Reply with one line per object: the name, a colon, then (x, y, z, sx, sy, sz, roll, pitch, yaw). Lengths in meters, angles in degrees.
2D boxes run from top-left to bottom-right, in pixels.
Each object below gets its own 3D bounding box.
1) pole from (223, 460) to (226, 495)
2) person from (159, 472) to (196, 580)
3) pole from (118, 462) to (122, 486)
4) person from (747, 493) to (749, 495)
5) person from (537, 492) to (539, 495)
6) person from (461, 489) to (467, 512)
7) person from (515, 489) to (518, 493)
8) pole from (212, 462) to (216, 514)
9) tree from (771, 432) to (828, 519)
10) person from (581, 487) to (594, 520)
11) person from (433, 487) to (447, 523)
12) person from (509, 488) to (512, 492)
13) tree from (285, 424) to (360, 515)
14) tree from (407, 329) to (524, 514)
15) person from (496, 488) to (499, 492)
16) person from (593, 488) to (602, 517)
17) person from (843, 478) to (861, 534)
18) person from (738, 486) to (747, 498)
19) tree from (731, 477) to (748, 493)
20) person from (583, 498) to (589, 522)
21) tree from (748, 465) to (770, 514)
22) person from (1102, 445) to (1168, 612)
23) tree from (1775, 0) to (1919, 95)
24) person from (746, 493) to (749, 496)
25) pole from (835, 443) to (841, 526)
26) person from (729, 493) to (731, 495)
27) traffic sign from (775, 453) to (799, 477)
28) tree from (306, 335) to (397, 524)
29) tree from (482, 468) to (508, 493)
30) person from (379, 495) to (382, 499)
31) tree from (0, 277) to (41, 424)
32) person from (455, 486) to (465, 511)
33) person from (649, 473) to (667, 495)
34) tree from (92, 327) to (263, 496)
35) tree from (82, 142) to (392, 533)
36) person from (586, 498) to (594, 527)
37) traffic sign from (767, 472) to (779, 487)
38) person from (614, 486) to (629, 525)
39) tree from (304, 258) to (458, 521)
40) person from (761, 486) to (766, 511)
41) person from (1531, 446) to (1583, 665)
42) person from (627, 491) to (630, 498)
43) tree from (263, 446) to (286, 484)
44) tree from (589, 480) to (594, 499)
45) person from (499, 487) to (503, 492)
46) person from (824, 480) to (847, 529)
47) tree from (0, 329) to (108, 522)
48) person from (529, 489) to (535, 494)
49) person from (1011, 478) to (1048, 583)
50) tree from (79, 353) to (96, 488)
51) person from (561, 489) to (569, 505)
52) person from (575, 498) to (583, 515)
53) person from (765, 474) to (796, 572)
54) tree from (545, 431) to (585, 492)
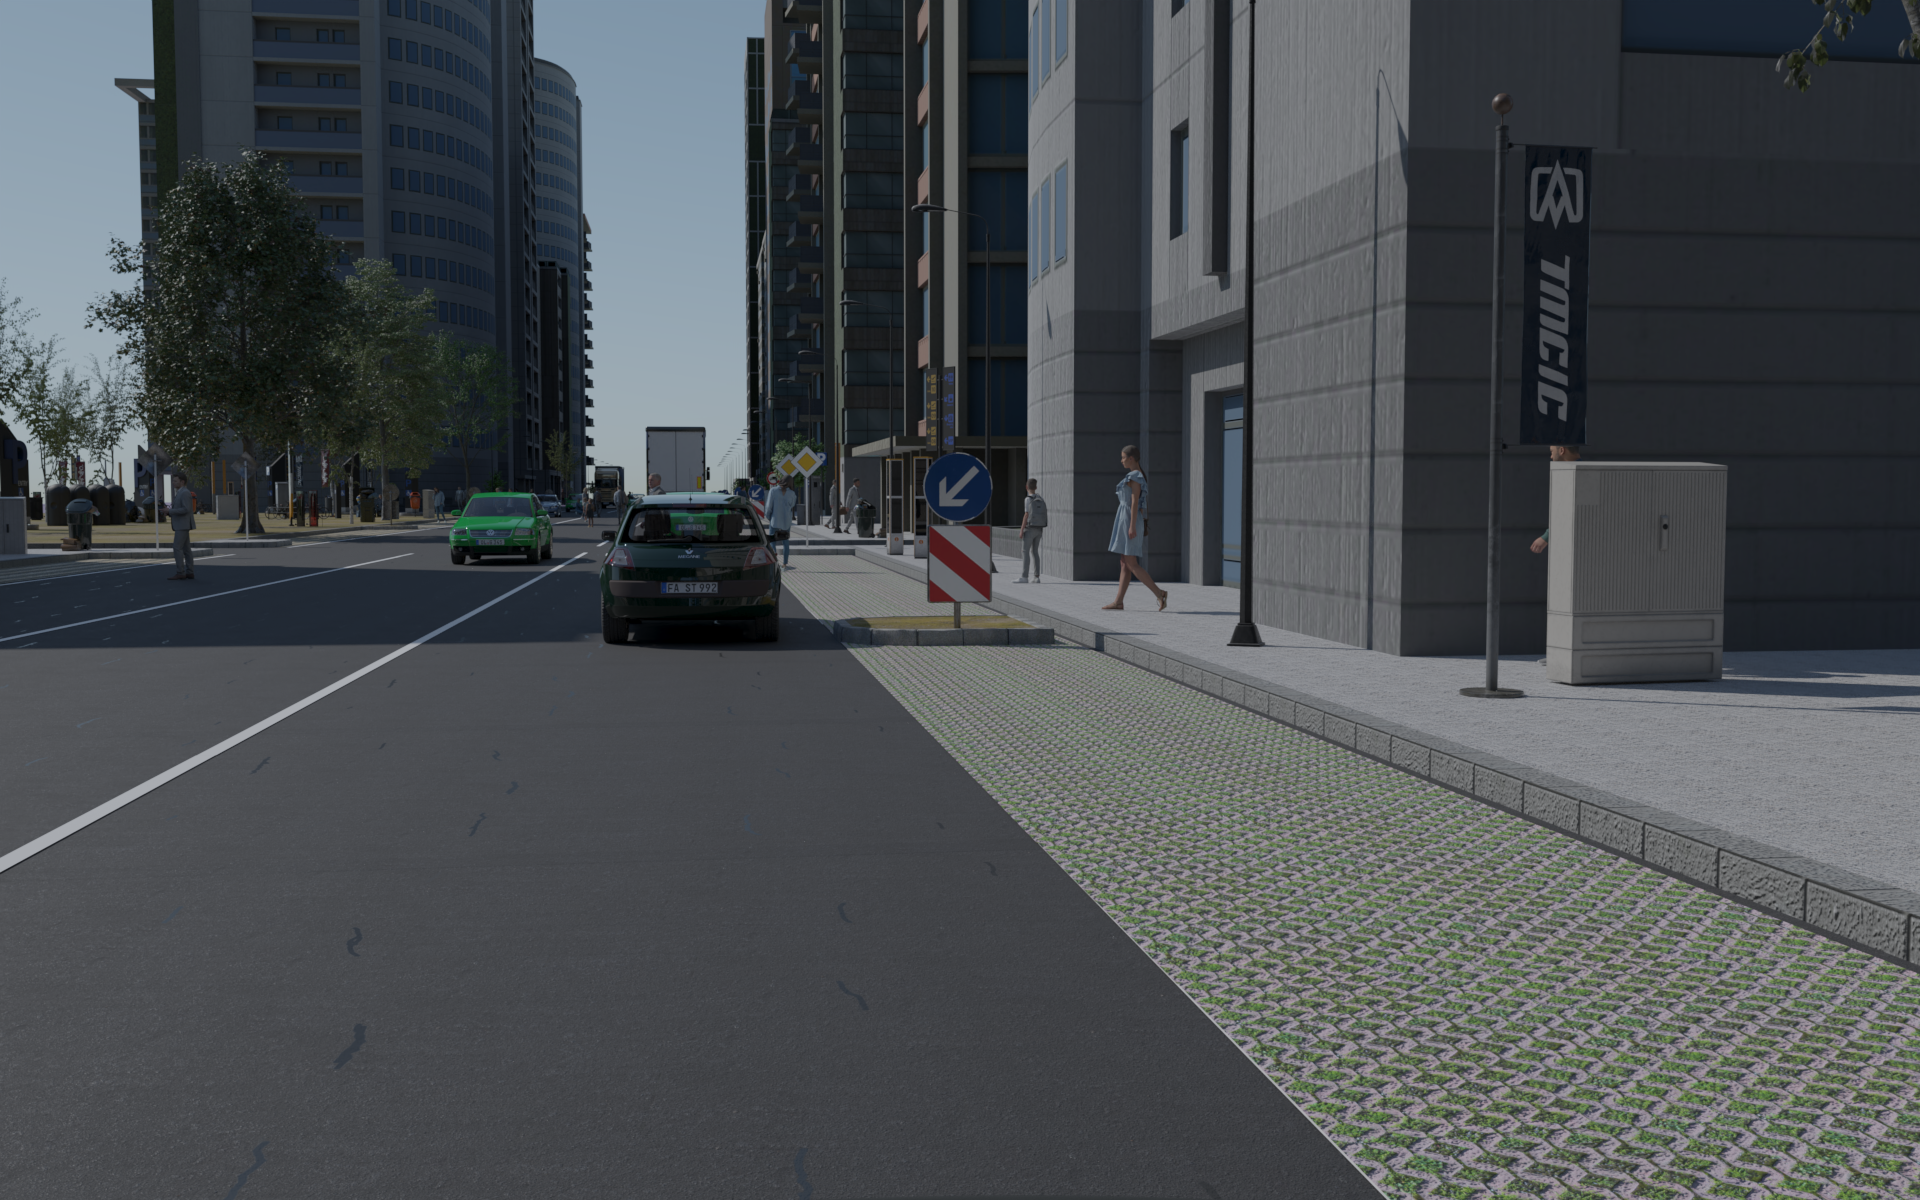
pole: (-44.039, -6.720, 103.719, 0.158, 3.312, 0.155, 0, 3, 0)
person: (-13.163, -1.248, 29.105, 0.583, 1.804, 0.606, -2, 4, -35)
pole: (-53.551, -7.135, 110.498, 0.158, 3.312, 0.155, 0, 3, 0)
person: (-22.860, -10.865, 184.504, 1.217, 1.723, 0.721, -1, 4, -20)
person: (-38.669, -9.146, 158.796, 0.991, 1.433, 0.599, 1, 4, 15)
person: (-33.106, -6.744, 116.414, 0.850, 1.850, 0.679, -2, 4, -34)
person: (-35.885, -8.128, 139.716, 0.721, 1.735, 1.217, -3, 5, -42)
pole: (-46.983, -7.045, 109.021, 0.158, 3.312, 0.155, 0, 3, 0)
tree: (-8.398, -6.568, 91.093, 4.285, 4.588, 4.351, 0, 3, 0)
person: (-20.693, -5.337, 95.947, 0.728, 1.800, 0.709, 2, 4, 26)
person: (-25.772, -4.712, 85.803, 0.793, 1.790, 0.793, -1, 4, -17)
person: (-28.071, -6.108, 108.458, 0.778, 1.811, 0.616, 0, 4, 6)
tree: (-36.371, -9.160, 100.125, 4.360, 8.622, 3.978, 0, 3, 0)
tree: (-31.356, -11.262, 109.885, 9.928, 11.665, 9.643, 0, 3, 0)
person: (-27.973, -5.901, 105.163, 0.728, 1.800, 0.709, -3, 4, -38)
person: (-22.141, -5.953, 105.800, 0.622, 1.834, 0.822, 0, 4, 0)
person: (-3.368, -2.998, 55.331, 0.850, 1.792, 0.678, 1, 4, 21)
person: (-9.977, -4.328, 79.285, 0.581, 1.822, 0.654, 2, 4, 34)
tree: (-24.373, -12.039, 191.432, 1.663, 3.219, 1.824, 0, 3, 0)
person: (-19.214, -4.643, 89.098, 0.332, 1.250, 0.352, 1, 4, 21)
tree: (-12.426, -7.255, 113.216, 1.663, 3.219, 1.824, 0, 3, 0)
person: (1.927, -0.782, 18.930, 0.778, 1.811, 0.616, 2, 4, 27)
tree: (4.286, -3.472, 7.134, 4.360, 8.622, 3.978, 0, 3, 0)
person: (-21.994, -10.394, 175.997, 1.348, 1.822, 0.705, -1, 4, -17)
pole: (-4.859, -4.593, 68.941, 0.158, 3.312, 0.155, 0, 3, 0)
person: (-31.487, -13.838, 235.524, 0.697, 1.427, 0.421, -2, 4, -24)
traffic sign: (-4.857, -2.892, 49.468, 0.795, 2.593, 0.064, -1, 4, -9)
tree: (-26.399, -7.577, 74.246, 4.737, 8.622, 4.395, 0, 3, 0)
tree: (-33.745, -8.032, 125.917, 1.663, 3.219, 1.824, 0, 3, 0)
person: (-34.939, -5.731, 104.408, 0.373, 1.253, 0.362, 0, 4, -4)
tree: (-32.964, -6.591, 58.132, 4.360, 8.622, 3.978, 0, 3, 0)
person: (-34.426, -6.921, 119.330, 0.709, 1.813, 0.853, 0, 4, -5)
person: (-5.006, -1.184, 28.255, 0.834, 1.777, 0.661, -2, 4, -34)
tree: (-31.059, -7.250, 68.895, 4.360, 8.622, 3.978, 0, 3, 0)
tree: (-23.521, -8.565, 57.048, 9.611, 12.733, 9.660, 0, 3, 0)
person: (-15.932, -3.752, 74.507, 0.362, 1.253, 0.373, -3, 4, -36)
traffic sign: (-10.577, -6.002, 98.236, 0.768, 2.556, 0.104, 0, 4, -8)
person: (-15.883, -4.441, 81.210, 0.679, 1.850, 0.850, -1, 4, -14)
tree: (-28.302, -10.153, 84.131, 7.486, 12.596, 7.792, 0, 3, 0)
person: (-12.173, -6.256, 108.671, 0.601, 1.785, 0.444, 2, 4, 24)
person: (4.551, -0.395, 12.845, 0.721, 1.781, 0.623, 0, 4, 5)
person: (-33.267, -10.088, 174.353, 0.541, 1.710, 0.530, 0, 4, 4)
tree: (-46.424, -10.166, 116.577, 4.360, 8.622, 3.978, 0, 3, 0)
tree: (-51.295, -15.122, 241.850, 1.663, 3.219, 1.824, 0, 3, 0)
person: (-22.371, -4.610, 84.214, 0.601, 1.785, 0.444, 1, 4, 15)
person: (-4.588, -3.514, 63.625, 0.853, 1.813, 0.709, 0, 4, 1)
tree: (-41.141, -7.821, 78.239, 4.737, 8.622, 4.395, 0, 3, 0)
person: (-27.820, -6.360, 112.739, 0.600, 1.795, 0.529, 2, 4, 24)
person: (1.023, -0.998, 24.963, 0.523, 1.515, 0.503, 1, 4, 11)
tree: (-43.453, -8.419, 88.011, 4.360, 8.622, 3.978, 0, 3, 0)
person: (-45.080, -11.647, 196.601, 1.348, 1.807, 0.705, -1, 4, -21)
person: (-26.529, -6.552, 121.118, 0.738, 1.151, 1.012, 0, 4, -2)
person: (-3.300, -1.406, 31.746, 0.793, 1.790, 0.793, 2, 4, 32)
tree: (-45.258, -15.120, 197.569, 4.737, 8.622, 4.395, 0, 3, 0)
